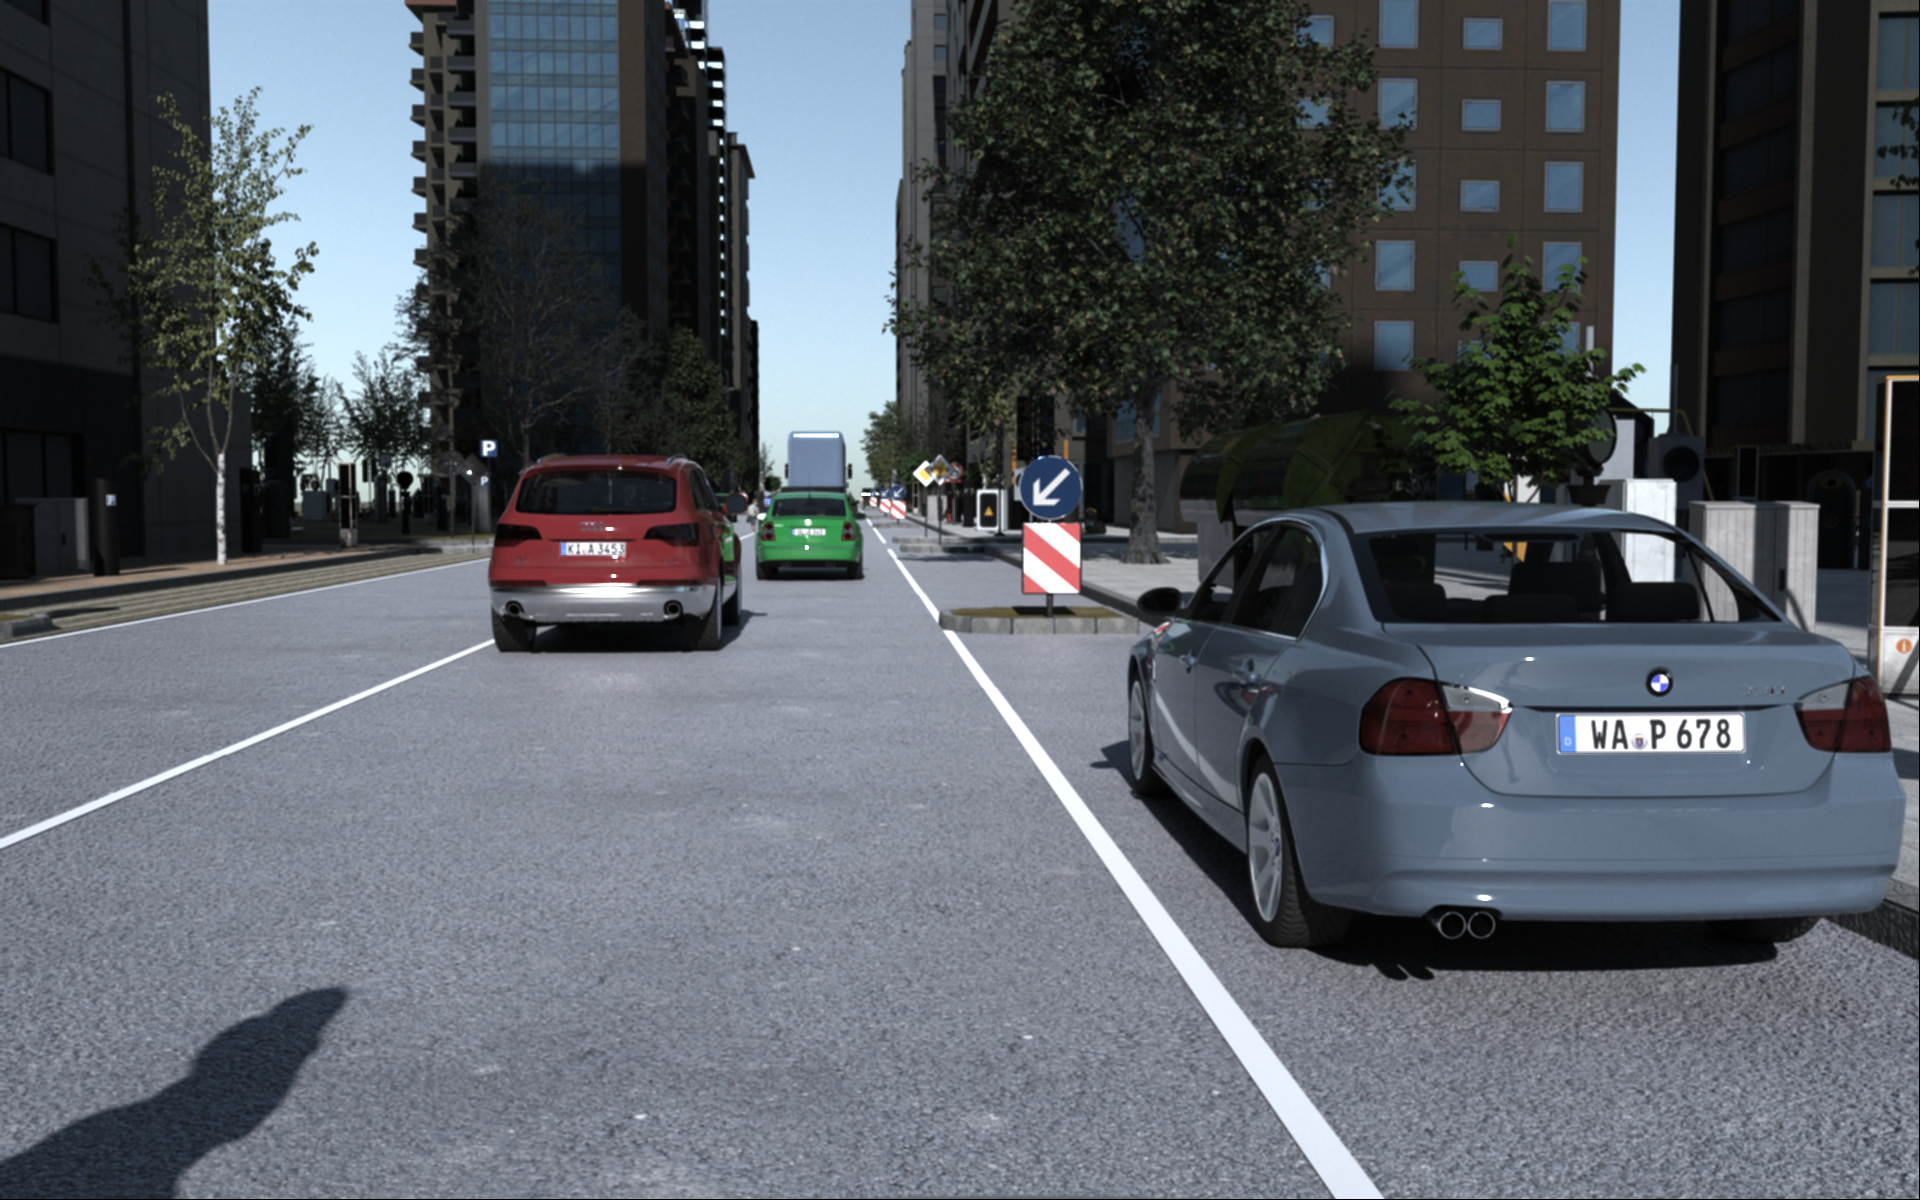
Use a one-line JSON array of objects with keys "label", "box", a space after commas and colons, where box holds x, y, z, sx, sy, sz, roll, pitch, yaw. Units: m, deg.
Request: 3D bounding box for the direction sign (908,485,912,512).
[{"label": "direction sign", "box": [-3.567, -8.066, 123.882, 0.379, 3.537, 0.876, 3, 5, 44]}]

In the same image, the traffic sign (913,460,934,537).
[{"label": "traffic sign", "box": [-1.011, -2.922, 51.414, 0.795, 2.450, 0.064, 0, 4, -4]}]

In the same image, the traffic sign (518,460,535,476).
[{"label": "traffic sign", "box": [-12.533, -2.878, 50.701, 0.795, 2.450, 0.064, 0, 4, -4]}]

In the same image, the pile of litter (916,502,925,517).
[{"label": "pile of litter", "box": [-1.758, -5.150, 98.163, 1.176, 0.858, 1.719, -2, 4, -28]}]

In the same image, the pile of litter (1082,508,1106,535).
[{"label": "pile of litter", "box": [3.960, -2.530, 55.330, 1.719, 0.858, 1.176, -2, 4, -25]}]

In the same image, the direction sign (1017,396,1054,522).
[{"label": "direction sign", "box": [1.744, -2.939, 40.056, 0.876, 3.537, 0.379, 1, 4, 16]}]

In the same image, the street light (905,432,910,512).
[{"label": "street light", "box": [-3.794, -9.378, 126.120, 0.468, 5.910, 1.993, 0, 4, -4]}]

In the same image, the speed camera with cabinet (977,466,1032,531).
[{"label": "speed camera with cabinet", "box": [1.620, -4.031, 60.241, 2.038, 3.252, 0.660, 1, 4, 19]}]

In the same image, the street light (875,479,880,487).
[{"label": "street light", "box": [-13.935, -19.128, 285.529, 0.468, 5.910, 1.993, 0, 4, -4]}]

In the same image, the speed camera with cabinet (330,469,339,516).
[{"label": "speed camera with cabinet", "box": [-37.510, -6.625, 102.657, 0.660, 3.252, 2.038, 0, 4, 8]}]

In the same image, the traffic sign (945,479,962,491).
[{"label": "traffic sign", "box": [-0.359, -4.843, 79.189, 0.884, 2.594, 0.081, 0, 4, 1]}]

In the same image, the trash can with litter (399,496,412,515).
[{"label": "trash can with litter", "box": [-34.351, -5.874, 107.425, 0.624, 1.170, 1.055, 1, 4, 11]}]

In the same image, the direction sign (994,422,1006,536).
[{"label": "direction sign", "box": [1.207, -3.699, 52.475, 0.379, 3.537, 0.876, 1, 4, 14]}]

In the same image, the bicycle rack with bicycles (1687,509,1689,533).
[{"label": "bicycle rack with bicycles", "box": [19.128, -1.826, 43.236, 2.925, 0.926, 2.852, -2, 4, -32]}]

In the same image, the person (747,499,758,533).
[{"label": "person", "box": [-7.521, -3.038, 62.859, 0.352, 1.250, 0.332, -2, 4, -35]}]

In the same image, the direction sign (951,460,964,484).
[{"label": "direction sign", "box": [-0.164, -7.610, 116.424, 0.876, 3.537, 0.379, 1, 4, 20]}]

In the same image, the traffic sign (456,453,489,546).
[{"label": "traffic sign", "box": [-12.024, -2.391, 42.732, 0.795, 2.450, 0.064, 0, 4, -4]}]

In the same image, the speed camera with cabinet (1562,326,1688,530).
[{"label": "speed camera with cabinet", "box": [7.570, -1.559, 19.821, 0.660, 3.252, 2.038, 0, 4, 3]}]

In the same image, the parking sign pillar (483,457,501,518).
[{"label": "parking sign pillar", "box": [-25.609, -6.475, 94.339, 1.447, 3.967, 1.447, 0, 4, -1]}]

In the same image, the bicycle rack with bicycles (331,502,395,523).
[{"label": "bicycle rack with bicycles", "box": [-27.397, -4.029, 79.248, 2.925, 0.926, 2.852, -2, 4, -27]}]

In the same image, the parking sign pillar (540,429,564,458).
[{"label": "parking sign pillar", "box": [-17.101, -5.146, 72.617, 1.447, 3.967, 1.447, -3, 5, -42]}]

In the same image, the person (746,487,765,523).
[{"label": "person", "box": [-10.159, -4.775, 86.793, 0.699, 1.804, 1.509, 3, 4, 37]}]

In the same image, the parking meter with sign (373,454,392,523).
[{"label": "parking meter with sign", "box": [-25.532, -4.901, 76.386, 0.543, 3.016, 1.738, -2, 4, -31]}]

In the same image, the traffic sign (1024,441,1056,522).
[{"label": "traffic sign", "box": [1.887, -2.515, 41.226, 0.768, 2.556, 0.104, 0, 4, -3]}]

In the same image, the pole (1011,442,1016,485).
[{"label": "pole", "box": [2.086, -4.497, 67.370, 0.158, 3.312, 0.155, 0, 3, 0]}]

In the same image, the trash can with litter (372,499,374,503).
[{"label": "trash can with litter", "box": [-33.442, -5.395, 99.593, 0.624, 1.170, 1.055, -1, 4, -15]}]

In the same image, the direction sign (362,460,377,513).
[{"label": "direction sign", "box": [-38.982, -7.486, 114.396, 0.876, 3.537, 0.379, -1, 4, -15]}]

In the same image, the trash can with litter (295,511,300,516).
[{"label": "trash can with litter", "box": [-38.665, -5.416, 99.945, 1.055, 1.170, 0.624, -1, 4, -11]}]

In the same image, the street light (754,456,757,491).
[{"label": "street light", "box": [-24.812, -14.532, 210.389, 0.468, 5.910, 1.993, 0, 4, -4]}]

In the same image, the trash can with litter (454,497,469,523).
[{"label": "trash can with litter", "box": [-22.470, -4.080, 78.097, 0.624, 1.170, 1.055, -1, 4, -14]}]

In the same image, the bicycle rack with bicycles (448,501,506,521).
[{"label": "bicycle rack with bicycles", "box": [-23.551, -4.335, 84.251, 2.925, 0.926, 2.852, 0, 4, 7]}]

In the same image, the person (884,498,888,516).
[{"label": "person", "box": [-4.840, -6.152, 113.371, 0.425, 1.301, 0.394, 1, 4, 14]}]

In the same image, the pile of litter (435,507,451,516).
[{"label": "pile of litter", "box": [-29.766, -5.239, 99.630, 1.176, 0.858, 1.719, -1, 4, -10]}]

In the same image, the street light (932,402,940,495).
[{"label": "street light", "box": [-1.213, -6.988, 87.045, 0.468, 5.910, 1.993, 0, 4, -4]}]

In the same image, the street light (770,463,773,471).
[{"label": "street light", "box": [-27.222, -16.916, 249.355, 0.468, 5.910, 1.993, 0, 4, -4]}]

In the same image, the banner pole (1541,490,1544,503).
[{"label": "banner pole", "box": [17.347, -3.808, 52.277, 0.863, 3.779, 0.401, 0, 4, 7]}]

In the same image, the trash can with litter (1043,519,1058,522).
[{"label": "trash can with litter", "box": [3.230, -2.807, 57.279, 1.055, 1.170, 0.624, 0, 4, 6]}]

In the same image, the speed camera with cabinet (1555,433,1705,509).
[{"label": "speed camera with cabinet", "box": [10.202, -1.962, 26.412, 2.038, 3.252, 0.660, 0, 4, 5]}]

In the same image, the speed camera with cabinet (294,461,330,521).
[{"label": "speed camera with cabinet", "box": [-31.660, -5.451, 83.455, 2.038, 3.252, 0.660, 0, 4, -6]}]

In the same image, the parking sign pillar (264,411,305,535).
[{"label": "parking sign pillar", "box": [-21.738, -4.087, 55.295, 1.447, 3.967, 1.447, 0, 4, 1]}]

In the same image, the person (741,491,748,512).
[{"label": "person", "box": [-17.343, -7.946, 139.362, 0.756, 1.711, 0.436, 2, 4, 25]}]

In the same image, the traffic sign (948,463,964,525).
[{"label": "traffic sign", "box": [-0.227, -4.356, 71.327, 0.768, 2.556, 0.104, 0, 4, 0]}]

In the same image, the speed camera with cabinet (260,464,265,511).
[{"label": "speed camera with cabinet", "box": [-44.186, -7.077, 110.039, 0.660, 3.252, 2.038, 0, 4, 4]}]

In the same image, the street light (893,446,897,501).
[{"label": "street light", "box": [-6.080, -11.610, 162.614, 0.468, 5.910, 1.993, 0, 4, -4]}]

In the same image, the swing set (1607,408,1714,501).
[{"label": "swing set", "box": [12.103, -2.081, 31.642, 3.119, 2.851, 2.862, -1, 4, -21]}]

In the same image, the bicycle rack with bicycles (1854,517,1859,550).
[{"label": "bicycle rack with bicycles", "box": [19.457, -1.652, 40.386, 2.852, 0.926, 2.925, -3, 4, -36]}]

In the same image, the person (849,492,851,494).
[{"label": "person", "box": [-14.611, -13.421, 228.658, 1.217, 1.735, 0.721, -3, 5, -42]}]

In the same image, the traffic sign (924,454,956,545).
[{"label": "traffic sign", "box": [-0.502, -2.434, 43.445, 0.795, 2.450, 0.064, 0, 4, -4]}]

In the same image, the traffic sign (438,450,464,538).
[{"label": "traffic sign", "box": [-14.755, -3.067, 50.259, 0.768, 2.556, 0.104, 0, 4, -1]}]

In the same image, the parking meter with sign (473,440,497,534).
[{"label": "parking meter with sign", "box": [-15.568, -3.684, 56.492, 0.543, 3.016, 1.738, -2, 4, -29]}]

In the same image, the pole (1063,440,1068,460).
[{"label": "pole", "box": [3.985, -4.383, 65.505, 0.158, 3.312, 0.155, 0, 3, 0]}]

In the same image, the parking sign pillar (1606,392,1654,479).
[{"label": "parking sign pillar", "box": [16.399, -3.319, 42.731, 1.447, 3.967, 1.447, -3, 4, -37]}]

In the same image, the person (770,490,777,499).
[{"label": "person", "box": [-18.885, -10.357, 177.801, 1.348, 1.831, 0.705, -2, 4, -26]}]
